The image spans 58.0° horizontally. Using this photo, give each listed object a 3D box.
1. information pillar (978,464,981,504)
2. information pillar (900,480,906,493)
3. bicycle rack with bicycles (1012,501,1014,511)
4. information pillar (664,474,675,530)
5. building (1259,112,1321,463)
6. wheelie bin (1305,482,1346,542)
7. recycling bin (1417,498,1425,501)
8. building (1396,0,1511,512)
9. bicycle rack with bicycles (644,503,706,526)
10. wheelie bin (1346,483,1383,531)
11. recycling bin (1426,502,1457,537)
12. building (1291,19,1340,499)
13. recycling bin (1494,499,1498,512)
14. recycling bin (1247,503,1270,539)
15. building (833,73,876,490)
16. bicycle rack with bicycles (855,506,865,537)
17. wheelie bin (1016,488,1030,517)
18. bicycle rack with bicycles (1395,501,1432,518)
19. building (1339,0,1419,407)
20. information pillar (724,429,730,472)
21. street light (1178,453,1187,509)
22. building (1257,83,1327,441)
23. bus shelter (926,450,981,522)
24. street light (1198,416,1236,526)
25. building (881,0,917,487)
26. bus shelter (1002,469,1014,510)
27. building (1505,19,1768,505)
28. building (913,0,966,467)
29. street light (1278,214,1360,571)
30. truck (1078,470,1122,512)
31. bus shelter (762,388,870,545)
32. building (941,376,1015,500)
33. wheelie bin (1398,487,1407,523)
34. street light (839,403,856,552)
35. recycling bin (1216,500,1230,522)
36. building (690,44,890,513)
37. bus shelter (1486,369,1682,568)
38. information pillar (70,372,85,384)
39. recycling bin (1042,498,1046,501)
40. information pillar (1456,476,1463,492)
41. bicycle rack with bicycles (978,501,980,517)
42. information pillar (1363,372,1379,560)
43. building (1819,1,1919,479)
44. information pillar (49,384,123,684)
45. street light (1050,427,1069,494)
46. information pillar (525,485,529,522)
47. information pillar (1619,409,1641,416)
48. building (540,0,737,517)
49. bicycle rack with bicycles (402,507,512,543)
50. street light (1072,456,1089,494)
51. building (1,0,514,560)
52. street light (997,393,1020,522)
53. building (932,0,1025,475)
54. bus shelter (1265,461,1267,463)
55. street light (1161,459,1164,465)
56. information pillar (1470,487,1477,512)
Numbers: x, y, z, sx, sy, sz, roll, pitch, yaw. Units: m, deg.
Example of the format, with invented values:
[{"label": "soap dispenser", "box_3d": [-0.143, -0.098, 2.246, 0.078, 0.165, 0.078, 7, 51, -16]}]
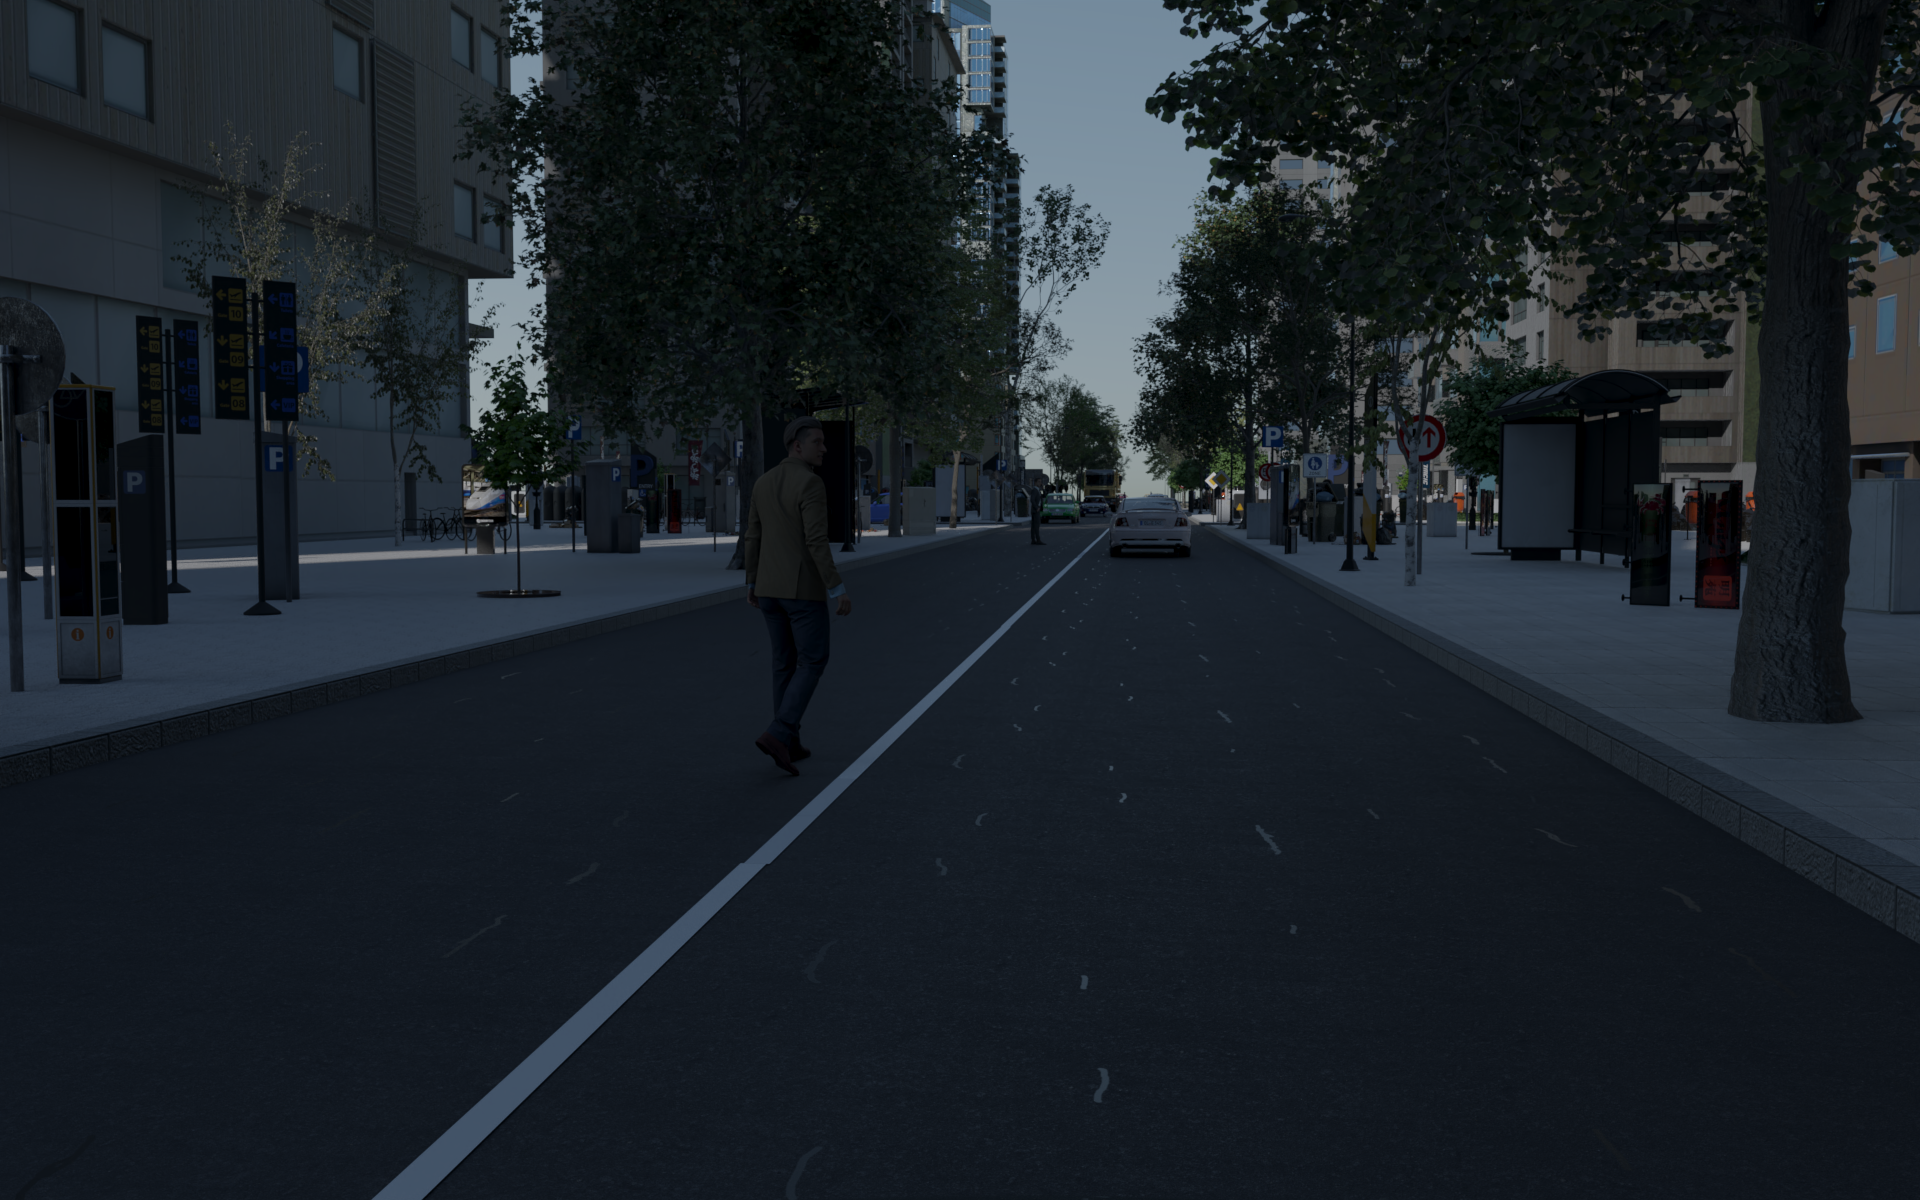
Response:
[{"label": "information pillar", "box_3d": [1.570, -8.346, 127.819, 0.504, 3.616, 0.183, -2, 4, -31]}, {"label": "information pillar", "box_3d": [-2.973, -5.175, 89.102, 0.304, 2.012, 0.304, 2, 4, 23]}, {"label": "bicycle rack with bicycles", "box_3d": [5.119, -8.475, 151.955, 2.852, 0.926, 2.925, 2, 4, 32]}, {"label": "information pillar", "box_3d": [-10.434, -3.531, 62.218, 0.304, 2.012, 0.304, -2, 4, -27]}, {"label": "building", "box_3d": [57.962, -44.728, 273.298, 21.231, 58.520, 28.212, 0, 4, 6]}, {"label": "wheelie bin", "box_3d": [9.697, -2.359, 46.476, 0.693, 1.594, 0.980, -2, 4, -25]}, {"label": "recycling bin", "box_3d": [32.956, -6.829, 124.202, 0.722, 1.027, 0.722, 1, 4, 21]}, {"label": "building", "box_3d": [46.365, -31.217, 129.998, 23.786, 49.044, 30.456, 0, 4, 6]}, {"label": "bicycle rack with bicycles", "box_3d": [-11.847, -3.409, 69.127, 2.925, 0.926, 2.852, 3, 5, 44]}, {"label": "wheelie bin", "box_3d": [11.169, -2.429, 47.617, 0.693, 1.594, 0.980, -3, 4, -36]}, {"label": "recycling bin", "box_3d": [14.462, -2.411, 51.980, 0.722, 1.027, 0.722, 0, 4, -3]}, {"label": "building", "box_3d": [50.219, -53.968, 195.055, 22.319, 86.520, 31.000, 0, 4, 6]}, {"label": "recycling bin", "box_3d": [27.562, -4.680, 89.079, 0.722, 1.027, 0.722, 1, 4, 12]}, {"label": "recycling bin", "box_3d": [8.630, -2.253, 49.386, 0.722, 1.027, 0.722, 2, 4, 30]}, {"label": "building", "box_3d": [-14.017, -28.987, 124.050, 14.600, 45.320, 14.200, 0, 4, 6]}, {"label": "bicycle rack with bicycles", "box_3d": [-4.163, -2.367, 52.082, 2.852, 0.926, 2.925, 0, 4, -8]}, {"label": "wheelie bin", "box_3d": [3.450, -5.348, 95.345, 0.693, 1.594, 0.980, 1, 4, 14]}, {"label": "bicycle rack with bicycles", "box_3d": [24.780, -4.915, 93.737, 2.852, 0.926, 2.925, -3, 5, -44]}, {"label": "building", "box_3d": [46.971, -38.169, 166.057, 21.231, 58.520, 28.212, 0, 4, 6]}, {"label": "information pillar", "box_3d": [-8.366, -4.331, 62.174, 0.183, 3.616, 0.504, -2, 4, -25]}, {"label": "street light", "box_3d": [14.875, -8.471, 111.045, 1.470, 5.913, 1.316, 0, 4, 6]}, {"label": "building", "box_3d": [60.076, -52.569, 297.760, 20.563, 71.187, 20.611, 0, 4, 6]}, {"label": "bus shelter", "box_3d": [-0.246, -5.375, 81.812, 2.014, 3.302, 5.546, 0, 4, 6]}, {"label": "street light", "box_3d": [10.443, -5.963, 70.040, 1.470, 5.913, 1.316, 0, 4, 6]}, {"label": "building", "box_3d": [-13.063, -44.525, 166.232, 20.563, 71.187, 20.611, 0, 4, 6]}, {"label": "bus shelter", "box_3d": [2.442, -7.517, 116.822, 2.014, 3.302, 5.546, 0, 4, 6]}, {"label": "building", "box_3d": [38.086, -19.696, 93.727, 14.107, 30.474, 14.160, 0, 4, 6]}, {"label": "building", "box_3d": [-14.790, -36.834, 191.474, 28.713, 52.752, 27.495, 0, 4, 6]}, {"label": "street light", "box_3d": [5.976, -3.443, 28.839, 1.470, 5.913, 1.316, 0, 4, 6]}, {"label": "truck", "box_3d": [11.449, -8.770, 139.309, 3.469, 3.379, 9.791, 0, 4, 8]}, {"label": "bus shelter", "box_3d": [-3.468, -3.031, 40.837, 1.731, 3.624, 6.357, 0, 4, 6]}, {"label": "building", "box_3d": [-6.240, -25.972, 269.677, 27.650, 21.520, 28.899, 0, 4, 6]}, {"label": "wheelie bin", "box_3d": [19.843, -4.228, 77.031, 0.693, 1.594, 0.980, 2, 4, 23]}, {"label": "street light", "box_3d": [-1.953, -4.015, 38.181, 1.470, 5.913, 1.316, 0, 4, 6]}, {"label": "recycling bin", "box_3d": [12.165, -4.097, 79.546, 0.722, 1.027, 0.722, 1, 4, 13]}, {"label": "building", "box_3d": [-13.790, -28.305, 146.378, 14.154, 41.232, 14.086, 0, 4, 6]}, {"label": "bus shelter", "box_3d": [10.912, -2.256, 30.811, 2.014, 3.302, 5.546, 0, 4, 6]}, {"label": "information pillar", "box_3d": [-16.929, -2.580, 33.542, 0.183, 3.616, 0.504, 3, 4, 39]}, {"label": "recycling bin", "box_3d": [6.426, -7.327, 132.344, 0.722, 1.027, 0.722, 1, 4, 11]}, {"label": "information pillar", "box_3d": [27.675, -6.397, 95.939, 0.504, 3.616, 0.183, -3, 5, -42]}, {"label": "bicycle rack with bicycles", "box_3d": [0.703, -5.040, 95.783, 2.852, 0.926, 2.925, 1, 4, 10]}, {"label": "information pillar", "box_3d": [7.969, -2.586, 33.629, 0.183, 3.616, 0.504, -1, 4, -9]}, {"label": "building", "box_3d": [32.411, -24.215, 46.034, 14.600, 45.320, 14.200, 0, 4, 6]}, {"label": "information pillar", "box_3d": [-5.936, -0.445, 11.770, 0.304, 2.012, 0.304, 0, 4, 3]}, {"label": "street light", "box_3d": [6.861, -9.051, 120.519, 1.470, 5.913, 1.316, 0, 4, 6]}, {"label": "information pillar", "box_3d": [-20.106, -5.477, 80.911, 0.504, 3.616, 0.183, 1, 4, 21]}, {"label": "information pillar", "box_3d": [15.124, -2.923, 39.143, 0.504, 3.616, 0.183, 2, 4, 24]}, {"label": "building", "box_3d": [-15.575, -25.597, 102.113, 14.154, 41.232, 14.086, 0, 4, 6]}, {"label": "bicycle rack with bicycles", "box_3d": [-13.932, -2.075, 47.309, 2.852, 0.926, 2.925, -3, 5, -41]}, {"label": "street light", "box_3d": [10.623, -11.185, 155.411, 1.470, 5.913, 1.316, 0, 4, 6]}, {"label": "building", "box_3d": [-29.558, -27.953, 46.274, 27.495, 52.752, 28.713, 0, 4, 6]}, {"label": "street light", "box_3d": [2.409, -6.529, 79.294, 1.470, 5.913, 1.316, 0, 4, 6]}, {"label": "building", "box_3d": [0.436, -60.215, 297.179, 22.319, 86.520, 31.000, 0, 4, 6]}, {"label": "bus shelter", "box_3d": [19.262, -7.458, 113.216, 1.731, 3.624, 6.357, 0, 4, 6]}, {"label": "street light", "box_3d": [27.464, -15.705, 229.313, 1.470, 5.913, 1.316, 0, 4, 6]}, {"label": "information pillar", "box_3d": [33.859, -6.706, 114.132, 0.304, 2.012, 0.304, -1, 4, -14]}]
